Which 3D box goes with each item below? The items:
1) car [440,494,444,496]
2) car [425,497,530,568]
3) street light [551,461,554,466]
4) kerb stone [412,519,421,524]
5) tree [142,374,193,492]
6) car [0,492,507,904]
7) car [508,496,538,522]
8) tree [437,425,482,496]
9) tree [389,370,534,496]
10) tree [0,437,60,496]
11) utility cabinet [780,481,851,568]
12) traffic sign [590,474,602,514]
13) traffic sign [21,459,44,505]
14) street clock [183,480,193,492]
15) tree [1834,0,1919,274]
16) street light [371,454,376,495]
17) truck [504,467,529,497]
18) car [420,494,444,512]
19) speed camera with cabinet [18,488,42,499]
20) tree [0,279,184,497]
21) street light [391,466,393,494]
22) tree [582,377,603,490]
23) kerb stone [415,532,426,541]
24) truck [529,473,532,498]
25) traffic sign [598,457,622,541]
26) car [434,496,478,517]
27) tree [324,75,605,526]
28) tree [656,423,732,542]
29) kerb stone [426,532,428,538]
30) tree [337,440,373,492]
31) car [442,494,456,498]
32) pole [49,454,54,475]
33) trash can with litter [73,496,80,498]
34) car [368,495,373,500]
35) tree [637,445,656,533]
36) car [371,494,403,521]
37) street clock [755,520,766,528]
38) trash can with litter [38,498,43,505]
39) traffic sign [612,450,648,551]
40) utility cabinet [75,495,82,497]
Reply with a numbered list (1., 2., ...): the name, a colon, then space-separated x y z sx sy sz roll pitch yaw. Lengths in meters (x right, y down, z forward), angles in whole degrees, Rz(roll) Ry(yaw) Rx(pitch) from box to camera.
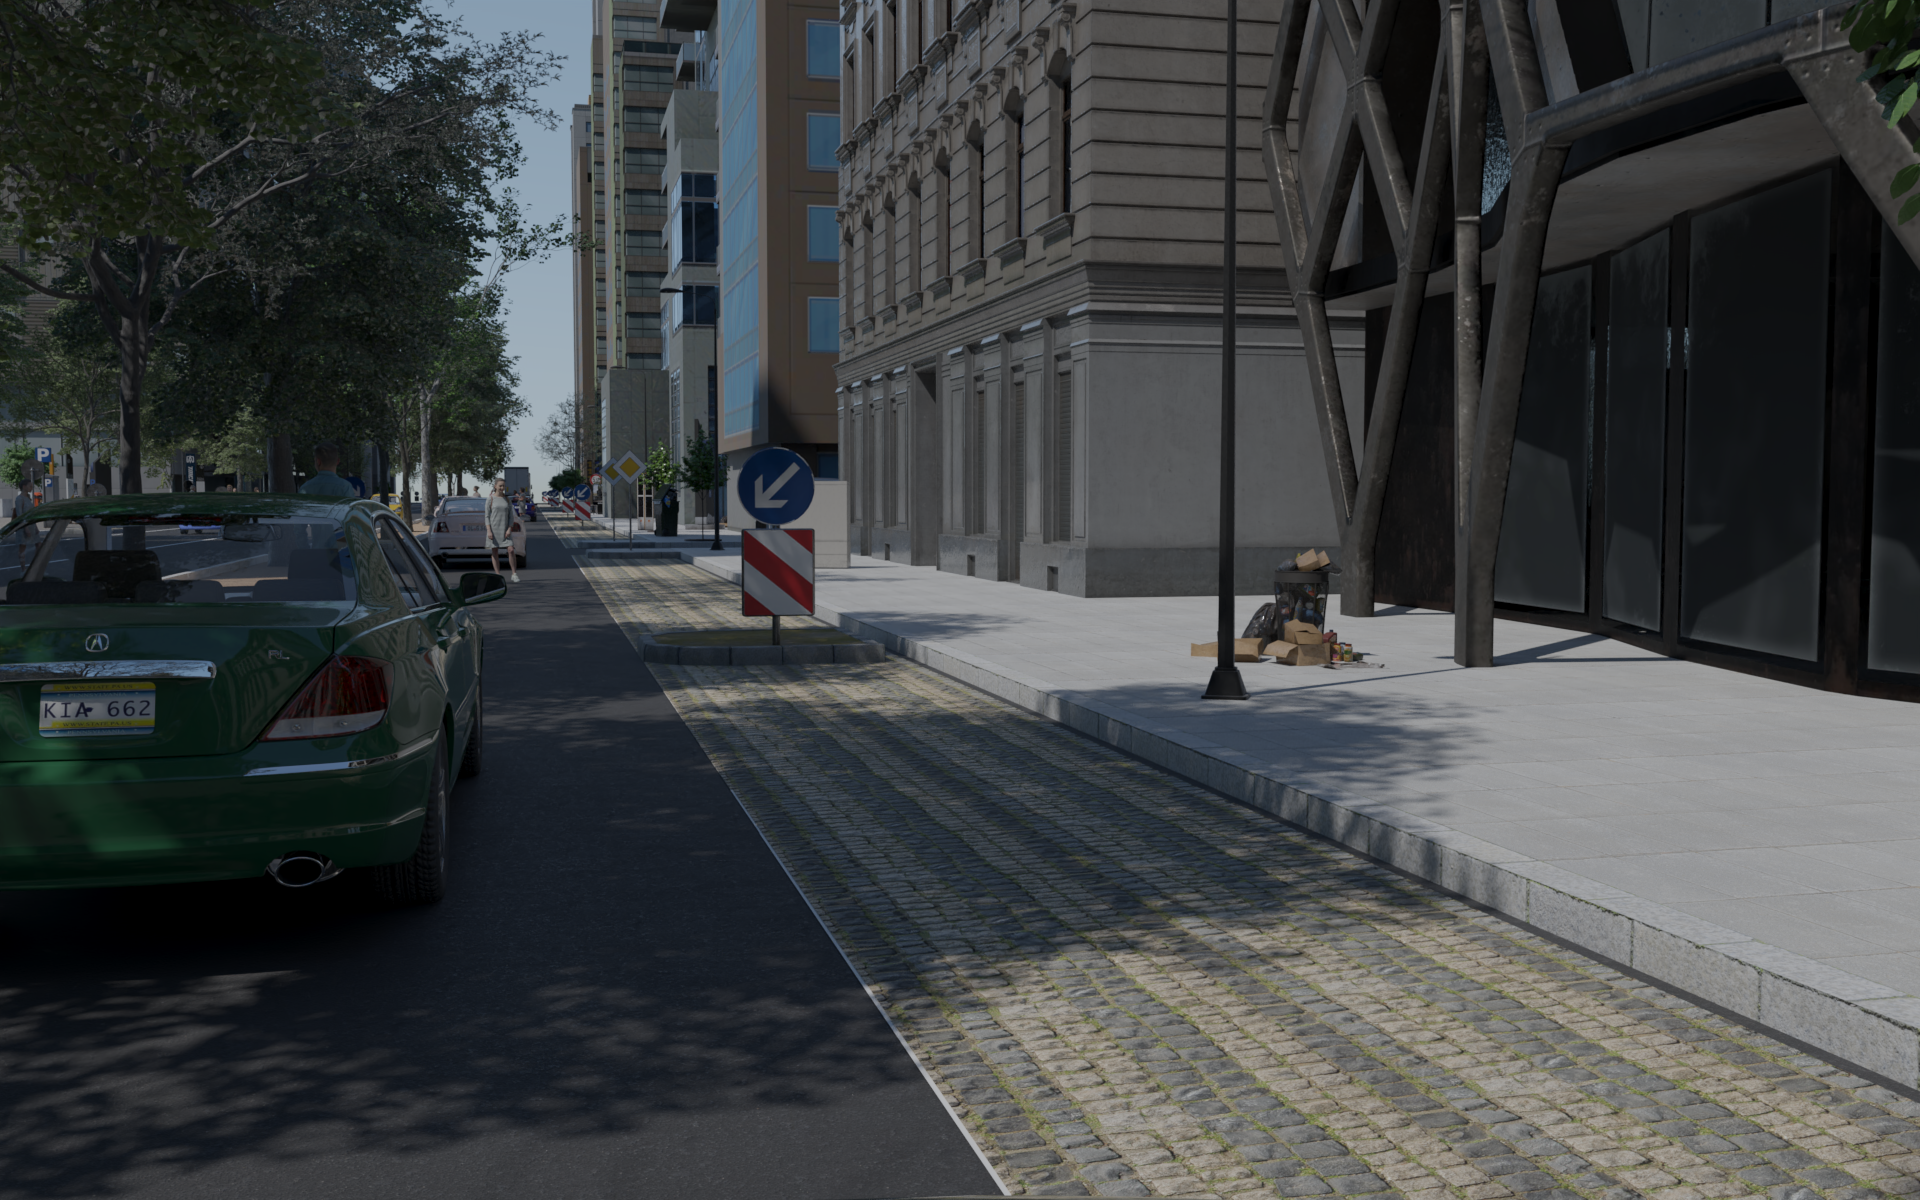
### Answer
1. car: -71.971 -14.055 239.387 1.945 1.707 3.694 -1 4 -15
2. car: -9.718 -1.379 34.917 2.083 1.381 4.827 -1 4 -15
3. street light: -50.392 -15.013 218.001 1.470 5.913 1.316 -1 4 -14
4. kerb stone: -26.935 -3.887 85.833 0.120 0.150 1.000 -1 4 -14
5. tree: -46.317 -9.210 100.946 4.737 8.622 4.395 0 3 0
6. car: -3.016 0.276 7.278 2.131 1.459 4.920 -1 4 -13
7. car: -22.883 -4.724 89.814 1.945 1.354 3.894 -1 4 -16
8. tree: -31.136 -9.377 106.135 4.737 8.622 4.395 0 3 0
9. tree: -33.039 -11.906 114.125 9.611 12.733 9.660 0 3 0
10. tree: -53.666 -7.087 99.590 4.285 4.588 4.351 0 3 0
11. utility cabinet: -2.488 -1.295 29.851 1.173 1.500 0.318 0 4 8
12. traffic sign: -22.983 -6.687 109.440 0.768 2.556 0.104 -1 4 -9
13. traffic sign: -33.510 -3.823 62.613 0.768 2.556 0.104 -1 4 -13
14. street clock: -40.819 -5.324 91.614 0.471 2.002 0.358 -2 4 -30
15. tree: 3.383 -1.224 3.723 4.285 4.588 4.351 0 3 0
16. street light: -66.724 -13.803 198.227 1.470 5.913 1.316 -1 4 -14
17. truck: -46.718 -11.832 182.364 2.839 4.237 11.283 -1 4 -15
18. car: -42.918 -8.035 140.957 1.945 1.707 3.694 -1 4 -13
19. speed camera with cabinet: -59.844 -7.207 112.167 2.038 3.252 0.660 0 4 -4
20. tree: -36.454 -8.437 72.353 7.601 10.594 8.767 0 4 -6
21. street light: -73.596 -15.508 226.094 1.470 5.913 1.316 -1 4 -14
22. tree: -20.531 -9.322 102.784 4.360 8.622 3.978 0 3 0
23. kerb stone: -16.991 -1.976 54.506 0.120 0.150 1.000 -1 4 -14
24. truck: -58.796 -14.871 232.048 2.839 4.237 11.283 -1 4 -13
25. traffic sign: -9.413 -2.656 47.063 0.795 2.450 0.064 -1 4 -14
26. car: -16.951 -2.870 59.289 2.083 1.381 4.827 -1 4 -12
27. tree: -22.551 -13.350 76.612 12.611 20.169 13.585 0 3 0
28. tree: -7.108 -3.204 46.987 1.663 3.219 1.824 0 3 0
29. kerb stone: -17.236 -2.037 55.498 0.120 0.150 1.000 -1 4 -14
30. tree: -62.890 -14.047 180.023 4.360 8.622 3.978 0 3 0
31. car: -46.741 -8.976 158.755 2.014 1.417 4.499 -1 4 -14
32. pole: -46.151 -5.763 88.070 0.158 3.312 0.155 0 3 0
33. trash can with litter: -37.839 -3.865 74.250 2.233 1.210 1.678 3 5 44
34. car: -45.897 -7.575 136.437 1.945 1.354 3.894 -1 4 -14
35. tree: -10.129 -3.883 58.089 1.663 3.219 1.824 0 3 0
36. car: -27.370 -4.426 82.588 2.015 1.641 3.980 -1 4 -16
37. street clock: -4.218 -1.963 36.663 0.471 2.002 0.358 -3 4 -38
38. trash can with litter: -46.277 -4.633 87.138 1.055 1.170 0.624 1 4 14
39. traffic sign: -7.487 -2.182 39.312 0.795 2.450 0.064 -1 4 -14
40. utility cabinet: -45.068 -4.743 88.702 0.306 1.237 1.020 -3 4 -37
